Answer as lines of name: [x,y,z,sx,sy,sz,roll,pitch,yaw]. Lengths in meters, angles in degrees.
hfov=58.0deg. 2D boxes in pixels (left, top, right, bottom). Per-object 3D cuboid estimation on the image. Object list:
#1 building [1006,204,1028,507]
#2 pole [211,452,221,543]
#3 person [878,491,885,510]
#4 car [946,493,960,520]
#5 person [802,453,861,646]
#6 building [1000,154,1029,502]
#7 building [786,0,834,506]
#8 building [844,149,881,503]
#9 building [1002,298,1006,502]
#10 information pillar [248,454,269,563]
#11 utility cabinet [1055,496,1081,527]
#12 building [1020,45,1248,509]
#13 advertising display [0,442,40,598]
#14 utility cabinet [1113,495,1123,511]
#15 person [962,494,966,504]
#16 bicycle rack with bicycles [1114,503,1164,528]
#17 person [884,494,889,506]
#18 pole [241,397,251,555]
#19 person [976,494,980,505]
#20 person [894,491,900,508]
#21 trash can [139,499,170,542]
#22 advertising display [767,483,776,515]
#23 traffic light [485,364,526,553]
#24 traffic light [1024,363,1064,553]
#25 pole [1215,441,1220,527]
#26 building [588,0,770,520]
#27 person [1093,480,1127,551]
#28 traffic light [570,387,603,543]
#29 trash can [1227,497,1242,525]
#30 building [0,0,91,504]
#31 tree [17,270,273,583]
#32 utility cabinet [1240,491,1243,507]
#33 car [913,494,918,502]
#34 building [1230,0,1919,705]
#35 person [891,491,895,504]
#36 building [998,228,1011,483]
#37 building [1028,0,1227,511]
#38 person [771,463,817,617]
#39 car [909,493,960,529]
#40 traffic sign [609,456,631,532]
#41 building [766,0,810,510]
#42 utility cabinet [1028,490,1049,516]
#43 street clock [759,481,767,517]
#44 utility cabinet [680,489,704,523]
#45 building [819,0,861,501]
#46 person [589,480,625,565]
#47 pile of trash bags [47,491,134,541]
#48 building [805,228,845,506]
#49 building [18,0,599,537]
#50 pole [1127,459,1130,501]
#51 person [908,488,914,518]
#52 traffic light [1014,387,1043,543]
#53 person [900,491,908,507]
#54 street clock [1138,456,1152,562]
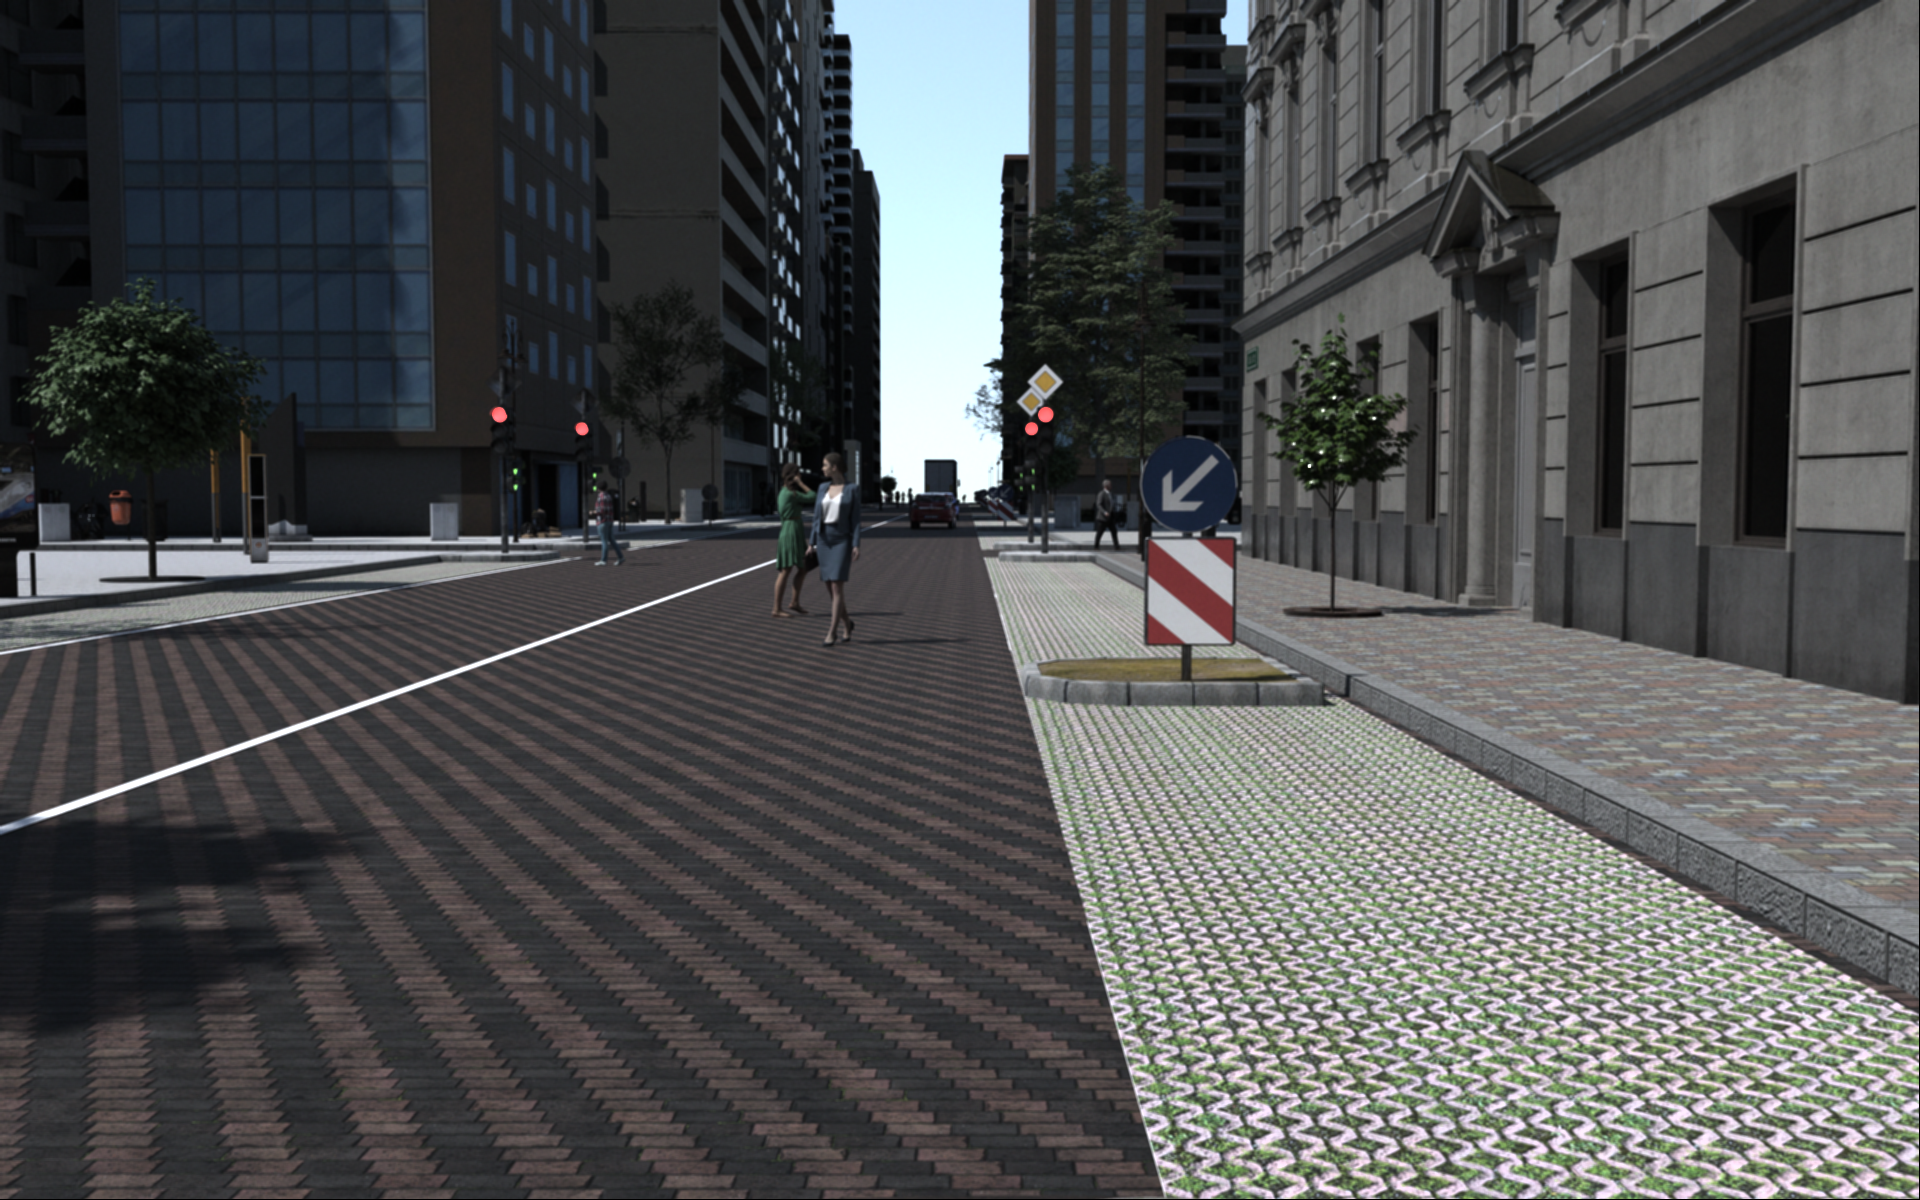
building: [12.211,-24.632,174.433,14.160,30.474,14.107,0,4,0]
pole: [-19.605,-3.166,45.603,0.158,3.312,0.155,0,3,0]
person: [-6.977,-8.863,154.087,0.721,1.739,1.217,-2,4,-31]
car: [-0.952,-5.438,98.508,1.945,1.707,3.694,0,4,-2]
person: [-1.148,-0.489,16.513,0.581,1.822,0.654,3,4,38]
building: [16.248,-34.568,219.816,22.147,44.769,28.867,0,4,0]
building: [-27.024,-35.154,164.009,28.713,52.752,27.495,0,4,0]
building: [-22.474,-38.075,246.228,21.300,48.544,21.600,0,4,0]
building: [12.940,-28.798,242.553,14.160,30.474,14.107,0,4,0]
information pillar: [-13.068,-1.698,32.262,0.304,2.012,0.304,-1,4,-17]
utility cabinet: [4.238,-3.480,68.062,1.020,1.237,0.306,2,4,34]
building: [21.651,-28.286,154.354,32.217,40.220,23.993,0,4,0]
advertising display: [-11.875,-0.990,21.399,0.123,1.923,0.974,2,4,29]
utility cabinet: [10.530,-6.381,115.494,0.306,1.237,1.020,2,4,27]
person: [0.618,-14.405,247.249,0.421,1.427,0.697,-2,4,-28]
bicycle rack with bicycles: [6.730,-3.225,66.106,2.852,0.926,2.925,3,5,45]
person: [-8.828,-11.906,206.389,0.991,1.433,0.599,-3,4,-38]
pole: [-15.067,-2.614,36.585,0.158,3.312,0.155,0,3,0]
person: [2.494,-13.181,224.561,0.990,1.755,0.434,2,4,29]
person: [-6.545,-10.454,179.936,0.721,1.766,1.217,-2,4,-32]
trash can: [-21.802,-2.156,46.905,0.748,1.137,0.748,0,3,0]
advertising display: [-11.410,-6.096,104.889,0.123,1.923,0.974,-2,4,-33]
traffic light: [-9.843,-2.967,37.429,0.839,4.253,0.868,0,4,0]
traffic light: [1.818,-2.965,37.405,0.839,4.253,0.868,0,4,0]
pole: [9.975,-4.488,67.227,0.158,3.312,0.155,0,3,0]
building: [-22.438,-28.834,95.130,21.300,48.544,21.600,0,4,0]
person: [3.653,-2.047,42.361,0.834,1.777,0.661,2,4,30]
traffic light: [-9.816,-3.455,45.414,0.839,4.253,0.868,0,4,0]
trash can: [11.572,-3.749,72.945,0.748,1.137,0.748,0,3,0]
building: [-36.255,-22.557,52.399,14.086,41.232,14.154,0,4,0]
tree: [-12.098,-2.564,25.642,4.285,4.588,4.351,0,3,0]
utility cabinet: [19.510,-6.732,118.747,0.318,1.500,1.173,2,4,31]
car: [-4.930,-12.987,221.126,1.959,1.807,4.718,0,4,2]
building: [13.681,-14.521,13.840,17.030,29.872,44.131,0,4,0]
person: [-9.189,-13.715,232.748,1.348,1.824,0.705,0,4,6]
building: [17.675,-39.425,264.210,23.786,49.044,30.456,0,4,0]
building: [12.480,-29.645,134.813,14.600,45.320,14.200,0,4,0]
person: [-1.987,-0.704,20.252,0.529,1.795,0.600,-2,4,-32]
car: [-1.099,-3.897,72.754,2.155,1.783,4.494,0,4,2]
traffic sign: [-11.502,-3.574,58.545,0.768,2.556,0.104,0,4,4]
building: [-24.425,-31.532,135.155,23.786,49.044,30.456,0,4,0]
utility cabinet: [4.518,-5.581,99.932,1.173,1.500,0.318,1,4,18]
street clock: [-11.246,-5.763,98.803,0.358,2.002,0.471,2,4,29]
utility cabinet: [-11.749,-4.115,75.961,0.318,1.500,1.173,2,4,34]
building: [-23.487,-55.422,218.822,22.319,86.520,31.000,0,4,0]
person: [-7.116,-1.563,34.895,0.643,1.720,0.563,1,4,11]
pile of trash bags: [-24.358,-2.341,48.028,3.447,1.369,1.912,1,4,18]
building: [-19.944,-25.381,186.677,14.160,30.474,14.107,0,4,0]
building: [-20.630,-24.917,57.503,14.600,45.320,14.200,0,4,0]
pole: [9.929,-6.606,101.844,0.158,3.312,0.155,0,3,0]
person: [-2.793,-5.657,101.272,0.573,1.790,0.520,-2,4,-27]
traffic light: [1.846,-3.454,45.390,0.839,4.253,0.868,0,4,0]
person: [-6.466,-11.441,196.283,1.217,1.735,0.721,-1,4,-19]
street clock: [3.557,-1.736,32.948,0.358,2.002,0.471,0,4,2]
